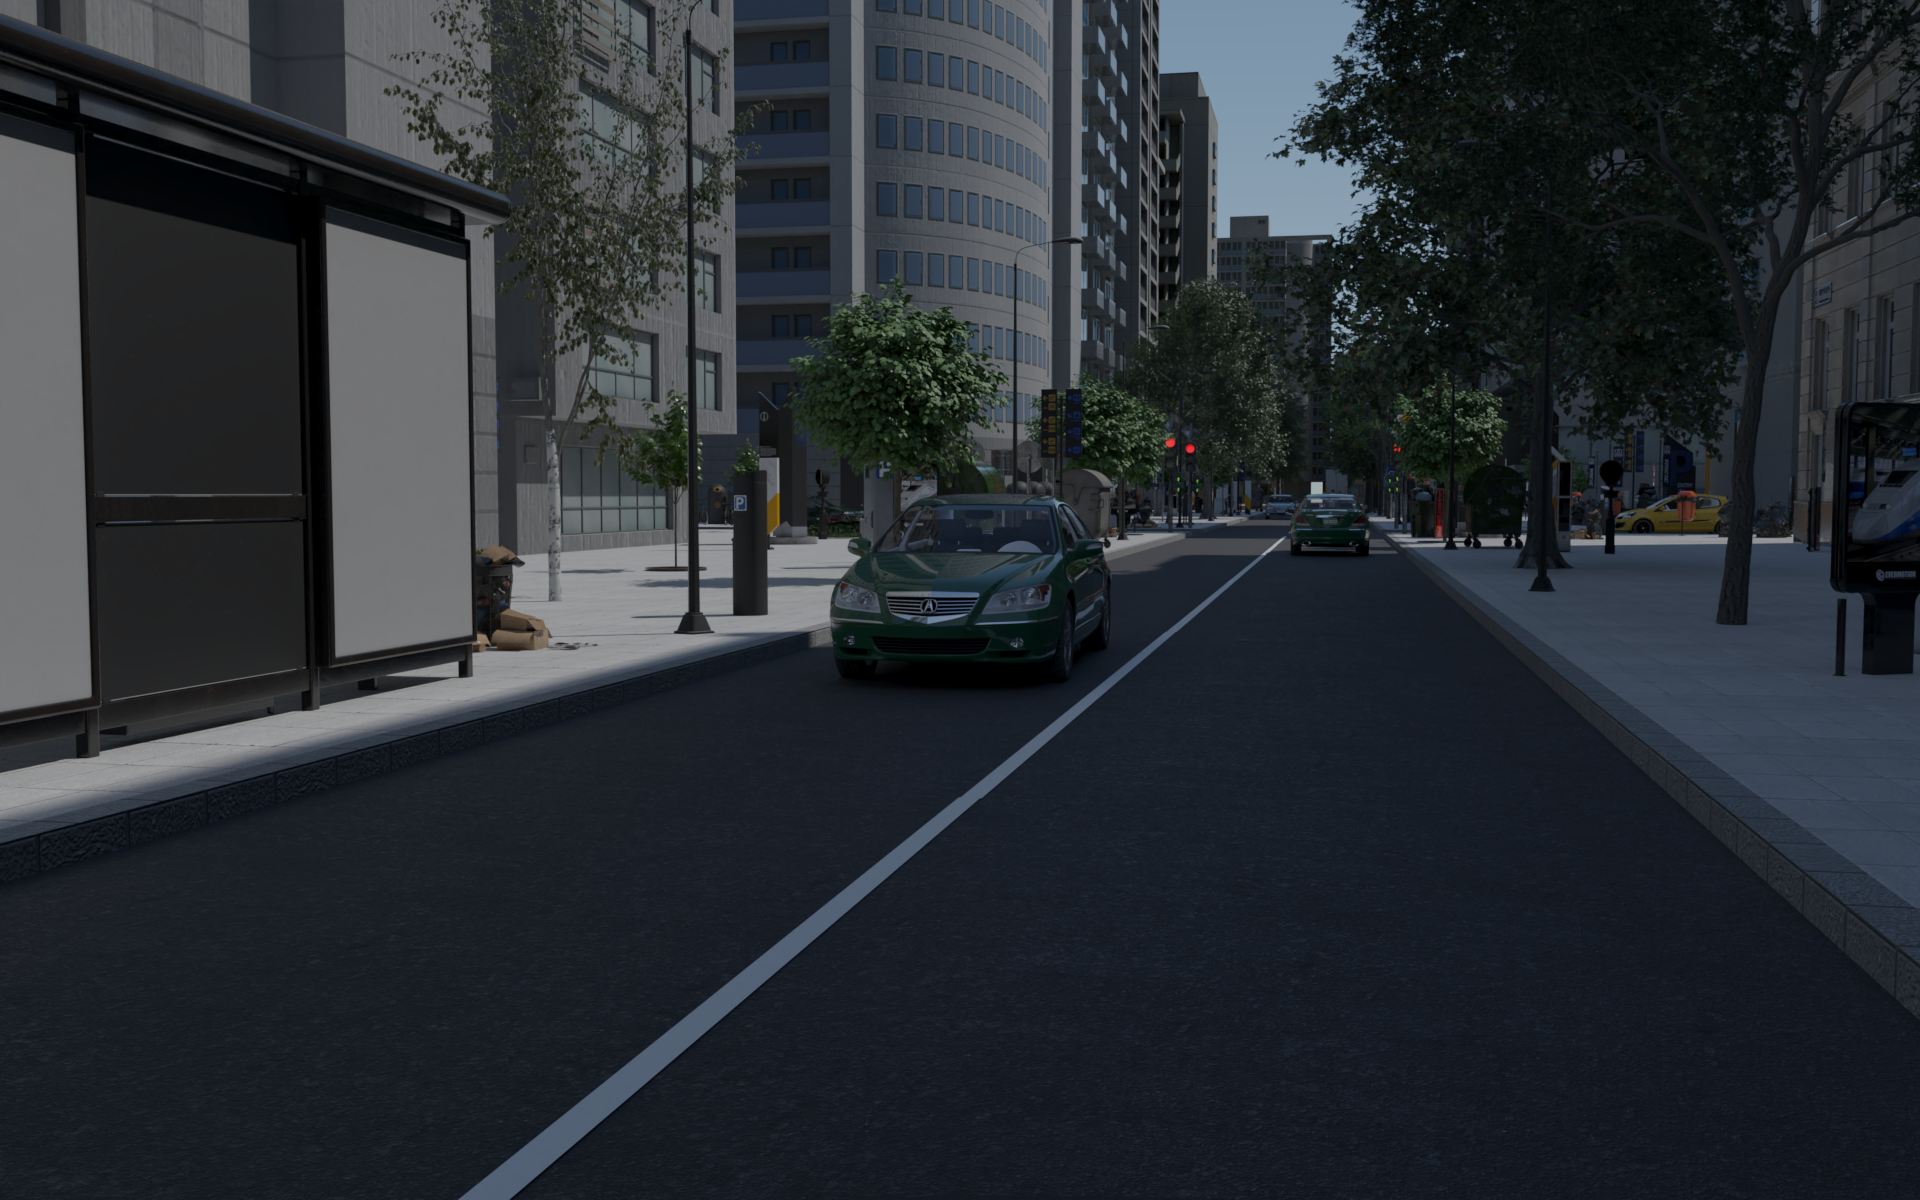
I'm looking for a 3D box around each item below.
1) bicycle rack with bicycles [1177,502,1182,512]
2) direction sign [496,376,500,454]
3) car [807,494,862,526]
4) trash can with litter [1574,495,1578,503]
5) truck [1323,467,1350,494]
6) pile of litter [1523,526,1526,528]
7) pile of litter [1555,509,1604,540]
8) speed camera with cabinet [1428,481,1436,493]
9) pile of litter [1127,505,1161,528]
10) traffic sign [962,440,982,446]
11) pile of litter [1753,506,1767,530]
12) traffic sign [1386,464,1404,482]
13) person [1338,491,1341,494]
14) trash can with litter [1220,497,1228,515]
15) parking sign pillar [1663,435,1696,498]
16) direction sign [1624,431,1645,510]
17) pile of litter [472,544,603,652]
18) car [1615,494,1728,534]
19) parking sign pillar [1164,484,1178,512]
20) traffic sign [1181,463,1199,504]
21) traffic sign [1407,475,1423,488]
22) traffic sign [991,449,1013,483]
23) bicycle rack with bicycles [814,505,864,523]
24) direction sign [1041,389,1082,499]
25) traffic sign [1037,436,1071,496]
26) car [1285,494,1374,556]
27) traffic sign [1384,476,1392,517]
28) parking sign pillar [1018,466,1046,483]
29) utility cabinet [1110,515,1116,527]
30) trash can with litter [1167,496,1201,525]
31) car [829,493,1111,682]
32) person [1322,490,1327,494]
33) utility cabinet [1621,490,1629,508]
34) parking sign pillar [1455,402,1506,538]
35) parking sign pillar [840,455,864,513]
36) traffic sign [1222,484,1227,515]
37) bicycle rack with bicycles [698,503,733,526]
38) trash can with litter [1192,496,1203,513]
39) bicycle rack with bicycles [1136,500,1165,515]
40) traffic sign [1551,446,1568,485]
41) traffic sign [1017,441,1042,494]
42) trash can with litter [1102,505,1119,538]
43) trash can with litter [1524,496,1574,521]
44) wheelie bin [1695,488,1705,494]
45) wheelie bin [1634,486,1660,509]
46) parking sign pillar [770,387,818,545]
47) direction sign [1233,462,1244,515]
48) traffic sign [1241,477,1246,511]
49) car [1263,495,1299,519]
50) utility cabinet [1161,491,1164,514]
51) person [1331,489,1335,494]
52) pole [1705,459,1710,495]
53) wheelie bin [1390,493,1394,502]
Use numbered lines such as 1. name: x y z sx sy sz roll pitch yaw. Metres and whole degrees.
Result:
1. bicycle rack with bicycles: 15.765 -6.961 127.191 2.925 0.926 2.852 -2 4 -25
2. direction sign: -9.068 -2.510 33.034 0.379 3.537 0.876 2 4 26
3. car: -5.661 -3.362 64.757 4.222 1.686 2.009 1 4 11
4. trash can with litter: 32.420 -4.931 91.682 1.678 1.210 2.233 1 4 22
5. truck: 40.268 -12.010 185.284 2.839 4.237 11.283 1 4 12
6. pile of litter: 22.296 -3.187 66.078 1.719 0.858 1.176 2 4 30
7. pile of litter: 17.765 -2.160 49.286 1.176 0.858 1.719 2 4 32
8. speed camera with cabinet: 20.296 -4.905 74.526 0.660 3.252 2.038 0 4 5
9. pile of litter: 6.964 -3.152 65.500 1.719 0.858 1.176 3 4 38
10. traffic sign: 0.194 -2.435 39.912 0.768 2.556 0.104 1 4 16
11. pile of litter: 30.515 -3.132 65.174 1.176 0.858 1.719 1 4 13
12. traffic sign: 17.703 -4.296 70.353 0.768 2.556 0.104 1 4 15
13. person: 32.450 -8.473 147.772 1.217 1.736 0.721 -3 5 -44
14. trash can with litter: 16.586 -5.897 107.806 0.624 1.170 1.055 -2 4 -26
15. parking sign pillar: 31.775 -5.384 76.502 1.447 3.967 1.447 0 4 -5
16. direction sign: 24.183 -4.293 62.188 0.876 3.537 0.379 -1 4 -21
17. pile of litter: -3.926 -0.027 14.400 1.719 0.858 1.176 1 4 10
18. car: 24.198 -2.951 58.471 3.980 1.641 2.015 1 4 13
19. parking sign pillar: 15.108 -8.292 124.047 1.447 3.967 1.447 2 4 27
20. traffic sign: 9.151 -4.222 69.131 0.768 2.556 0.104 1 4 17
21. traffic sign: 17.270 -4.008 65.539 0.884 2.594 0.081 1 4 16
22. traffic sign: 0.981 -2.260 39.073 0.606 2.300 0.079 1 4 20
23. bicycle rack with bicycles: -3.170 -2.789 58.982 2.925 0.926 2.852 3 5 43
24. direction sign: 2.184 -2.775 37.365 0.876 3.537 0.379 1 4 10
25. traffic sign: 2.056 -2.316 37.970 0.768 2.556 0.104 1 4 18
26. car: 8.915 -1.835 41.804 2.131 1.459 4.920 1 4 11
27. traffic sign: 22.929 -5.622 92.022 0.768 2.556 0.104 1 4 17
28. parking sign pillar: 3.175 -5.414 76.986 1.447 3.967 1.447 2 4 30
29. utility cabinet: 5.610 -3.419 67.058 1.020 1.237 0.306 1 4 15
30. trash can with litter: 9.185 -3.730 72.046 1.678 1.210 2.233 1 4 18
31. car: 0.226 -0.187 14.853 2.131 1.459 4.920 1 4 11
32. person: 33.779 -9.277 160.039 0.709 1.838 0.599 3 5 40
33. utility cabinet: 39.344 -5.742 102.559 0.318 1.500 1.173 1 4 12
34. parking sign pillar: 15.378 -3.828 51.061 1.447 3.967 1.447 1 4 12
35. parking sign pillar: -4.255 -5.067 71.316 1.447 3.967 1.447 0 4 7
36. traffic sign: 15.794 -6.356 104.033 0.768 2.556 0.104 1 4 22
37. bicycle rack with bicycles: -9.926 -3.521 70.947 2.852 0.926 2.925 0 4 2
38. trash can with litter: 16.098 -6.396 115.961 1.055 1.170 0.624 -3 4 -38
39. bicycle rack with bicycles: 10.431 -5.648 105.721 2.852 0.926 2.925 -1 4 -23
40. traffic sign: 14.151 -2.463 41.460 0.795 2.450 0.064 1 4 20
41. traffic sign: 1.630 -2.519 41.298 0.768 2.556 0.104 1 4 20
42. trash can with litter: 4.227 -2.427 51.068 0.624 1.170 1.055 2 4 32
43. trash can with litter: 27.393 -4.303 81.408 1.678 1.210 2.233 -1 4 -8
44. wheelie bin: 38.187 -5.000 89.651 0.980 1.594 0.693 3 4 36
45. wheelie bin: 27.540 -3.757 69.342 0.980 1.594 0.693 0 4 -7
46. parking sign pillar: -4.373 -3.419 44.369 1.447 3.967 1.447 -2 4 -29
47. direction sign: 16.838 -6.891 104.668 0.379 3.537 0.876 -3 4 -37
48. traffic sign: 21.055 -7.805 127.713 0.768 2.556 0.104 1 4 19
49. car: 18.445 -5.357 99.592 2.014 1.417 4.499 1 4 10
50. utility cabinet: 12.437 -6.057 107.715 0.318 1.500 1.173 1 4 16
51. person: 22.660 -5.866 105.159 0.760 1.731 0.466 -2 4 -28
52. pole: 29.273 -4.526 67.849 0.158 3.312 0.155 0 3 0
53. wheelie bin: 27.688 -6.258 110.219 0.980 1.594 0.693 -3 5 -42
